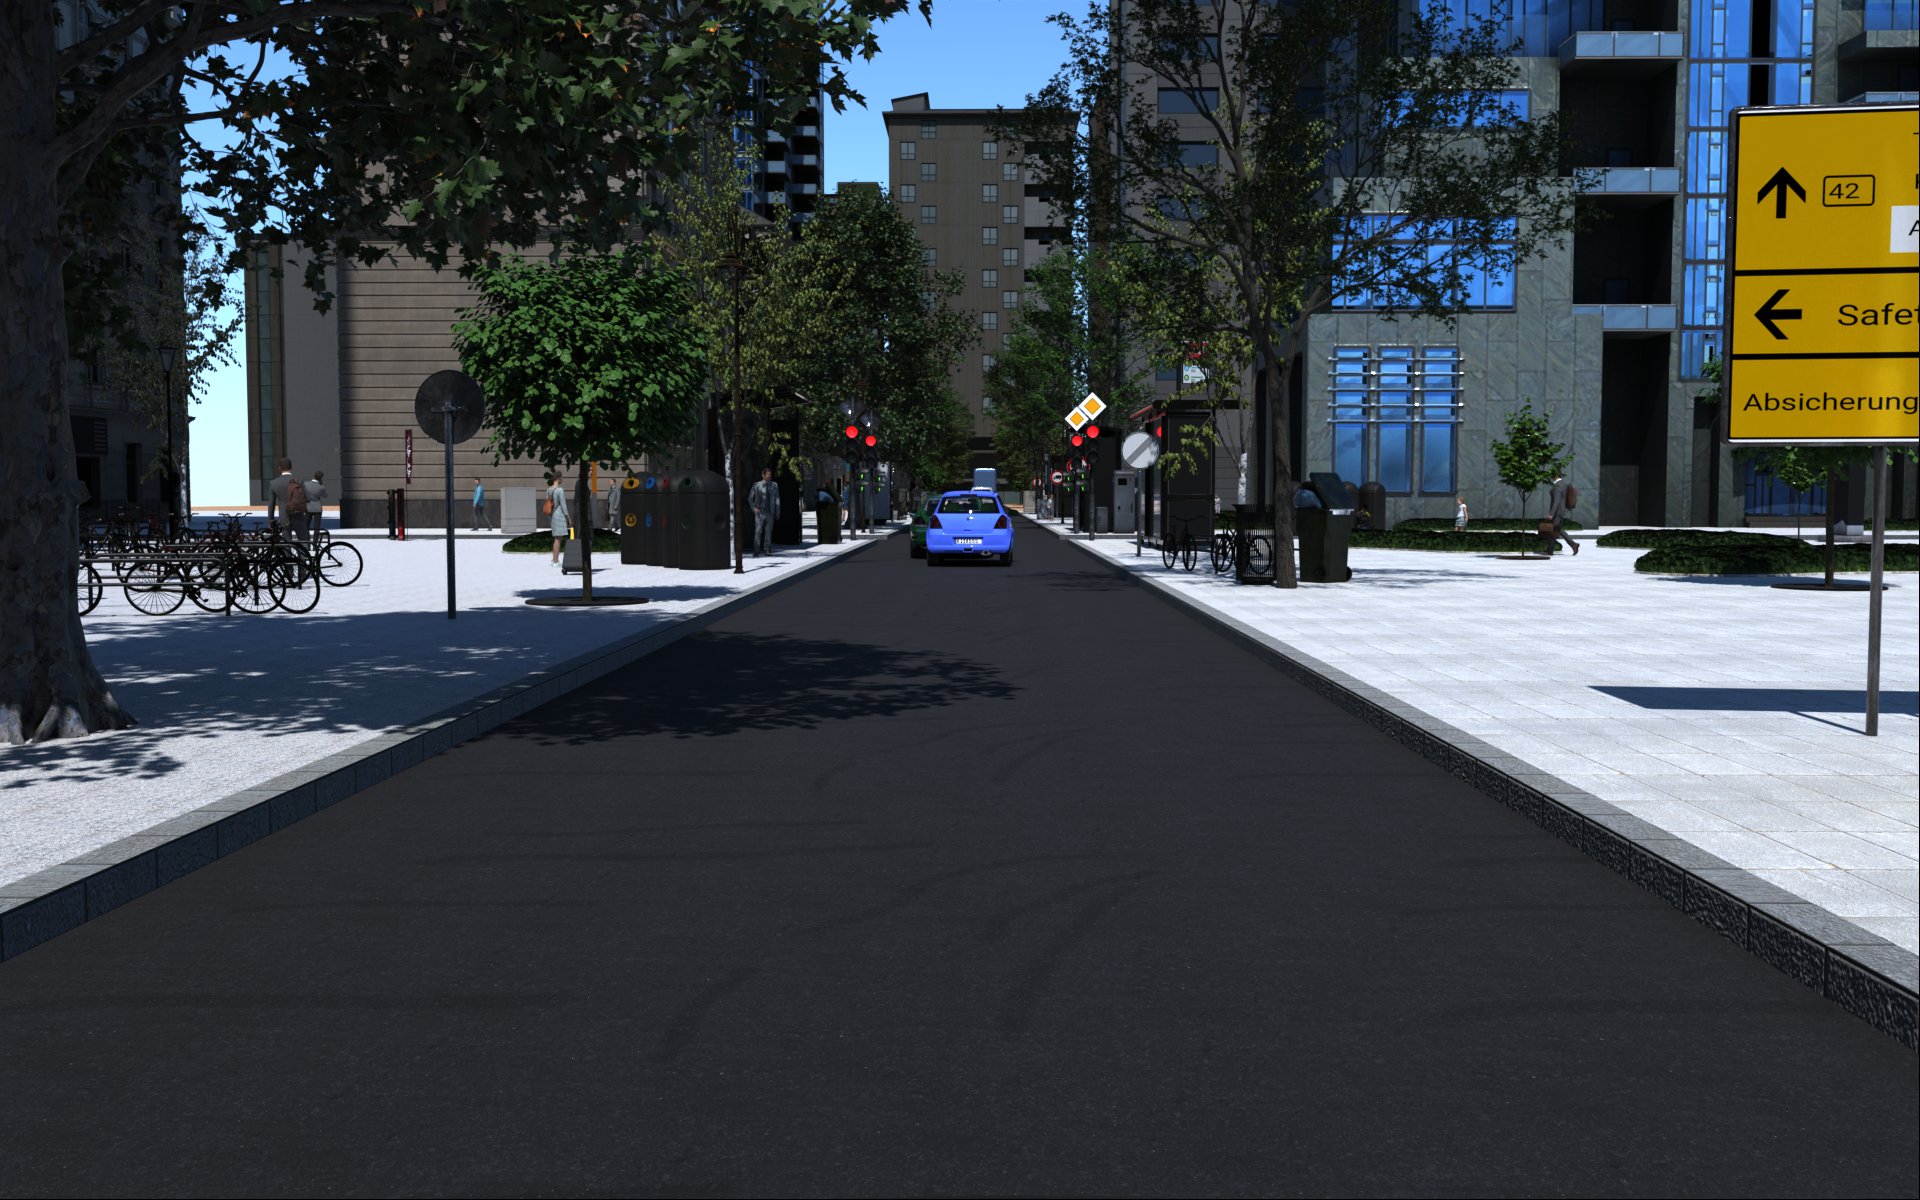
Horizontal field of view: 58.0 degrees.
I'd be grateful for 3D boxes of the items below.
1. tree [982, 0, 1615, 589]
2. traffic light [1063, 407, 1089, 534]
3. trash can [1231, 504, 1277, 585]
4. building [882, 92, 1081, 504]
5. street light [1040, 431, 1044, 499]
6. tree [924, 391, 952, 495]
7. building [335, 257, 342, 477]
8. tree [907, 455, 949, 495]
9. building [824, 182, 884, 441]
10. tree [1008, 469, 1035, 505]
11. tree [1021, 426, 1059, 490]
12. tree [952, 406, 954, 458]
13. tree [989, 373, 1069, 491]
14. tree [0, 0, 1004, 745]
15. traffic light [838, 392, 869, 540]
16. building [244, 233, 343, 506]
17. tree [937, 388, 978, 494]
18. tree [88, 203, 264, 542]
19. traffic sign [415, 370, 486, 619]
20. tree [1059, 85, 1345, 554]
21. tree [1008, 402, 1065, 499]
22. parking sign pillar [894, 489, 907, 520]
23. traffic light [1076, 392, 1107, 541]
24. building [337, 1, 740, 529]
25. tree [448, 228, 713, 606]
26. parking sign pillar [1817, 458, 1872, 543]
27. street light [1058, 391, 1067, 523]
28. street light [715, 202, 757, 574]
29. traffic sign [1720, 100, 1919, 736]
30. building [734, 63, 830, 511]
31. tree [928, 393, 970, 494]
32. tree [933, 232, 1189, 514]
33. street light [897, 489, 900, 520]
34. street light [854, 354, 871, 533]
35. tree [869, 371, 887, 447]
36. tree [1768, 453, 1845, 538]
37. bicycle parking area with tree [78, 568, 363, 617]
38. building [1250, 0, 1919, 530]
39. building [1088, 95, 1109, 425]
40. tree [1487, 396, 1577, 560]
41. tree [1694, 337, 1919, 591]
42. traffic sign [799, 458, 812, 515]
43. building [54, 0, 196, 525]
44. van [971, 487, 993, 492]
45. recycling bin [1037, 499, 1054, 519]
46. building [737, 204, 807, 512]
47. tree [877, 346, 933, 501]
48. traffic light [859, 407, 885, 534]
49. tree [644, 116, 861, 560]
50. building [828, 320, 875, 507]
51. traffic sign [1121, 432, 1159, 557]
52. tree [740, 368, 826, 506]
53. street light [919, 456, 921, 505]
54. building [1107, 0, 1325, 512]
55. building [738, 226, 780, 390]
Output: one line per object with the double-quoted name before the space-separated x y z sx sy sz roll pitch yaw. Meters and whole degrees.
"tree" 4.494 -5.457 23.640 8.767 10.594 7.601 0 4 2
"traffic light" 3.728 -4.085 55.711 0.839 4.253 0.868 0 4 1
"trash can" 4.223 -0.790 24.578 0.748 1.137 0.748 0 3 0
"building" 4.023 -39.545 235.793 27.495 52.752 28.713 0 4 1
"street light" 4.875 -7.971 103.109 0.468 5.910 1.993 0 4 1
"tree" -2.764 -12.919 145.645 8.767 10.594 7.601 2 4 34
"building" -50.921 -30.077 183.642 23.993 40.220 32.217 0 4 1
"tree" -2.671 -10.667 158.115 4.285 4.588 4.351 0 3 0
"building" -17.238 -33.377 229.308 14.086 41.232 14.154 0 4 1
"tree" 7.404 -13.583 205.792 4.285 4.588 4.351 0 3 0
"tree" 6.368 -11.465 137.821 4.737 8.622 4.395 0 3 0
"tree" 5.517 -9.072 82.741 8.767 10.594 7.601 -2 4 -34
"tree" 6.220 -14.725 158.887 7.486 12.596 7.792 0 3 0
"tree" -4.953 -5.633 9.115 9.611 12.733 9.660 0 3 0
"traffic light" -2.940 -3.601 47.799 0.839 4.253 0.868 0 4 1
"building" -69.850 -25.773 193.084 14.107 30.474 14.160 0 4 1
"tree" -2.588 -18.288 205.656 9.857 13.997 8.962 0 3 0
"tree" -19.651 -5.670 43.068 4.360 8.622 3.978 0 3 0
"traffic sign" -5.233 -1.080 17.763 0.768 2.556 0.104 1 4 9
"tree" 4.899 -4.931 30.988 4.737 8.622 4.395 0 3 0
"tree" 5.654 -10.419 120.710 4.360 8.622 3.978 0 3 0
"parking sign pillar" -3.382 -6.002 86.609 1.447 3.967 1.447 -1 4 -12
"traffic light" 3.621 -3.597 47.727 0.839 4.253 0.868 0 4 1
"building" -17.133 -17.030 75.705 12.463 27.353 25.104 0 4 1
"tree" -4.399 -2.244 20.411 4.285 4.588 4.351 0 3 0
"parking sign pillar" 23.760 -3.537 46.295 1.447 3.967 1.447 1 4 9
"street light" 4.488 -6.285 75.543 0.468 5.910 1.993 0 4 1
"street light" -3.569 -3.364 27.789 0.468 5.910 1.993 0 4 1
"traffic sign" 5.160 -0.928 9.039 2.265 3.308 0.079 1 4 9
"building" -21.803 -50.959 145.846 22.319 86.520 31.000 0 4 1
"tree" -2.662 -16.809 192.948 7.486 12.596 7.792 0 3 0
"tree" 5.384 -8.661 67.365 9.928 11.665 9.643 0 3 0
"street light" -3.003 -6.823 84.349 0.468 5.910 1.993 0 4 1
"street light" -3.200 -5.165 57.239 0.468 5.910 1.993 0 4 1
"tree" -3.796 -8.651 91.809 4.360 8.622 3.978 0 3 0
"tree" 20.256 -2.865 41.446 1.663 3.219 1.824 0 3 0
"bicycle parking area with tree" -11.281 -2.067 20.794 9.016 4.147 8.231 0 4 0
"building" 28.084 -46.357 70.615 31.000 86.520 22.319 0 4 1
"building" 21.434 -33.086 191.062 14.600 45.320 14.200 0 4 1
"tree" 11.241 -2.413 34.052 1.663 3.219 1.824 0 3 0
"tree" 11.823 -2.434 23.517 4.285 4.588 4.351 0 3 0
"traffic sign" -4.453 -2.841 48.586 0.606 2.300 0.079 1 4 10
"building" -57.263 -18.078 71.984 44.131 29.872 17.030 0 4 1
"van" 1.313 -5.866 102.920 2.013 2.044 4.112 0 4 1
"recycling bin" 4.341 -4.623 88.141 0.722 1.027 0.722 1 4 19
"building" -16.282 -16.589 120.376 9.793 20.994 18.267 0 4 1
"tree" -3.590 -11.992 121.827 9.928 11.665 9.643 0 3 0
"traffic light" -2.833 -4.089 55.783 0.839 4.253 0.868 0 4 1
"tree" -4.326 -5.072 33.292 4.737 8.622 4.395 0 3 0
"building" -24.326 -20.846 185.864 28.899 21.520 27.650 0 4 1
"traffic sign" 3.681 -2.167 35.534 0.768 2.556 0.104 0 4 2
"tree" -8.071 -7.862 78.910 4.360 8.622 3.978 0 3 0
"street light" -2.575 -8.496 111.700 0.468 5.910 1.993 0 4 1
"building" 20.105 -34.830 111.463 21.231 58.520 28.212 0 4 1
"building" -18.686 -14.063 97.384 16.820 18.784 16.811 0 4 1
